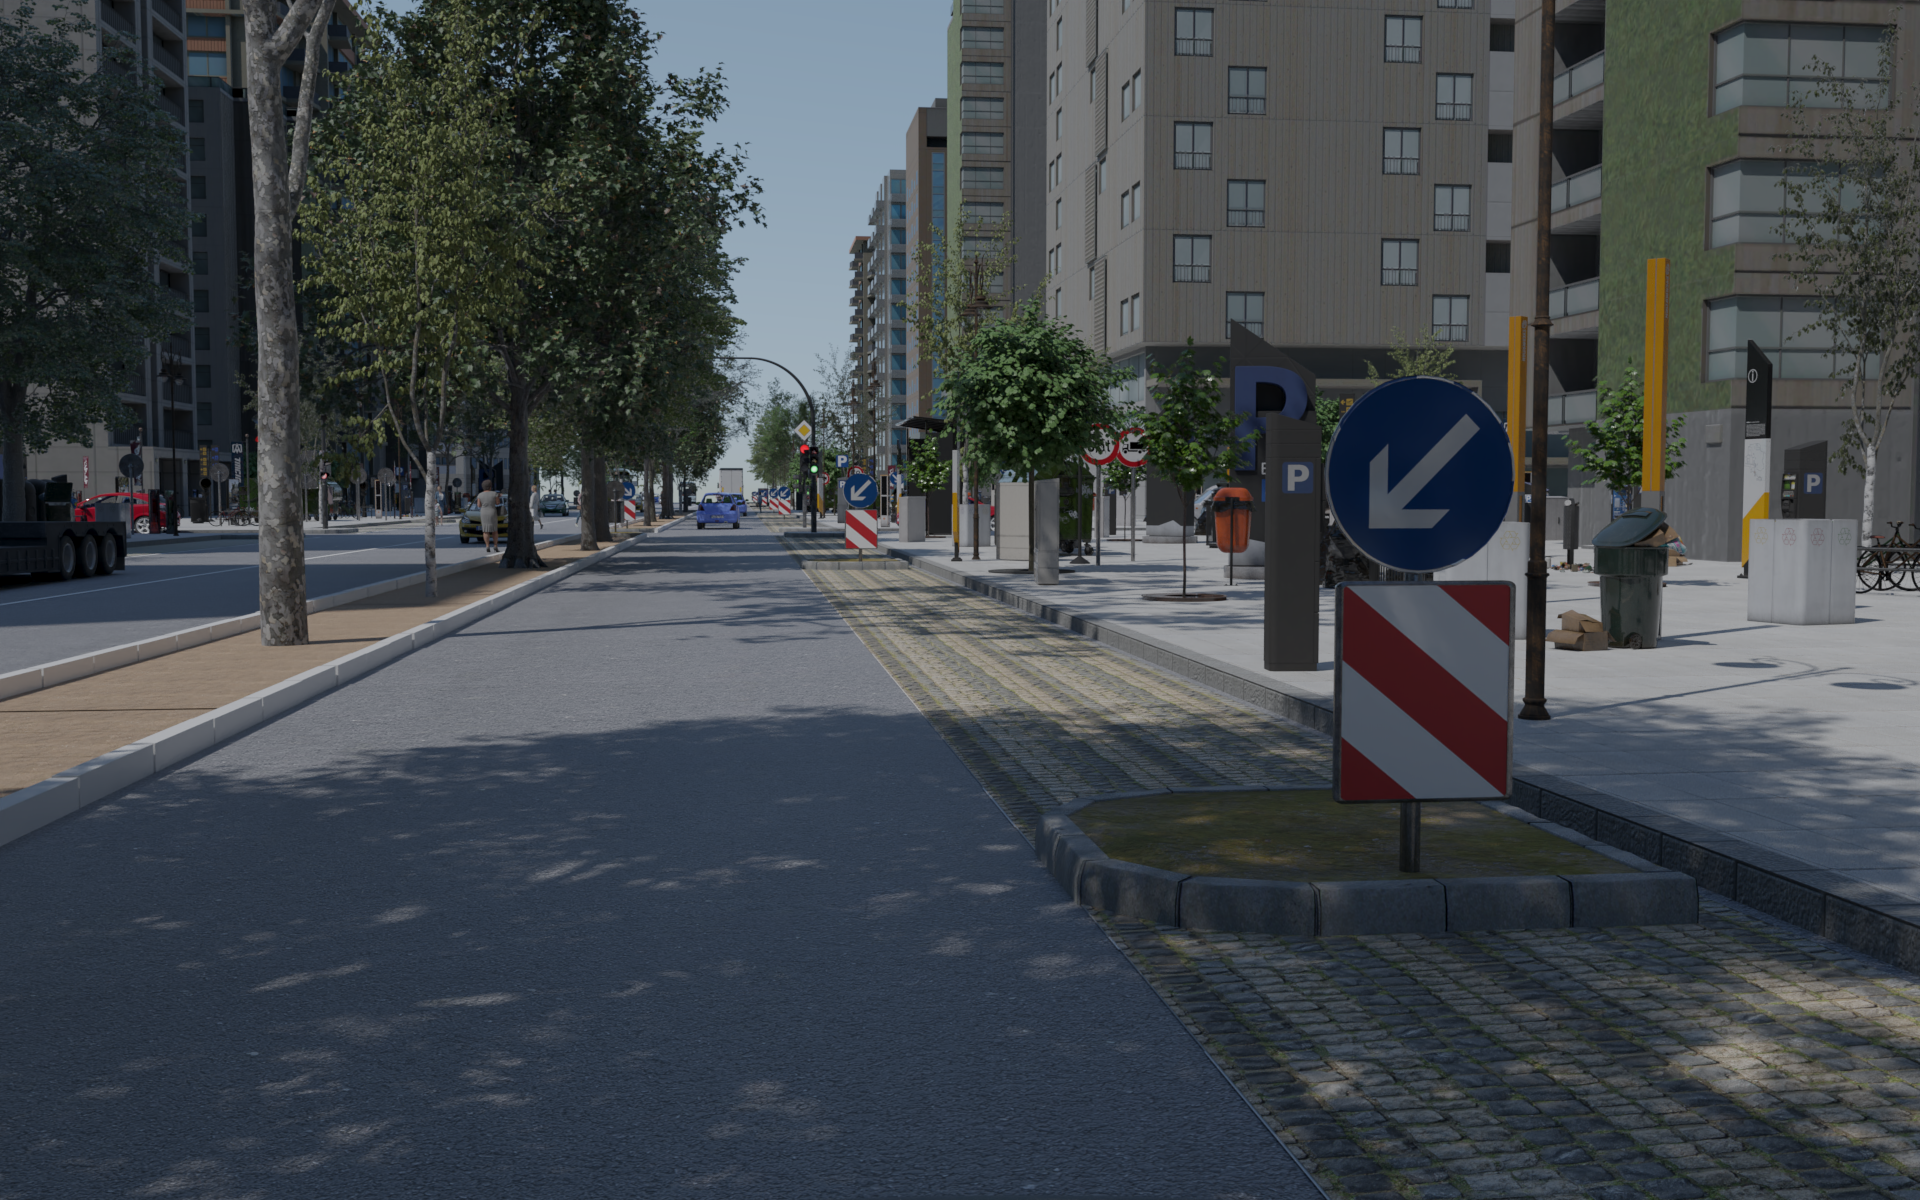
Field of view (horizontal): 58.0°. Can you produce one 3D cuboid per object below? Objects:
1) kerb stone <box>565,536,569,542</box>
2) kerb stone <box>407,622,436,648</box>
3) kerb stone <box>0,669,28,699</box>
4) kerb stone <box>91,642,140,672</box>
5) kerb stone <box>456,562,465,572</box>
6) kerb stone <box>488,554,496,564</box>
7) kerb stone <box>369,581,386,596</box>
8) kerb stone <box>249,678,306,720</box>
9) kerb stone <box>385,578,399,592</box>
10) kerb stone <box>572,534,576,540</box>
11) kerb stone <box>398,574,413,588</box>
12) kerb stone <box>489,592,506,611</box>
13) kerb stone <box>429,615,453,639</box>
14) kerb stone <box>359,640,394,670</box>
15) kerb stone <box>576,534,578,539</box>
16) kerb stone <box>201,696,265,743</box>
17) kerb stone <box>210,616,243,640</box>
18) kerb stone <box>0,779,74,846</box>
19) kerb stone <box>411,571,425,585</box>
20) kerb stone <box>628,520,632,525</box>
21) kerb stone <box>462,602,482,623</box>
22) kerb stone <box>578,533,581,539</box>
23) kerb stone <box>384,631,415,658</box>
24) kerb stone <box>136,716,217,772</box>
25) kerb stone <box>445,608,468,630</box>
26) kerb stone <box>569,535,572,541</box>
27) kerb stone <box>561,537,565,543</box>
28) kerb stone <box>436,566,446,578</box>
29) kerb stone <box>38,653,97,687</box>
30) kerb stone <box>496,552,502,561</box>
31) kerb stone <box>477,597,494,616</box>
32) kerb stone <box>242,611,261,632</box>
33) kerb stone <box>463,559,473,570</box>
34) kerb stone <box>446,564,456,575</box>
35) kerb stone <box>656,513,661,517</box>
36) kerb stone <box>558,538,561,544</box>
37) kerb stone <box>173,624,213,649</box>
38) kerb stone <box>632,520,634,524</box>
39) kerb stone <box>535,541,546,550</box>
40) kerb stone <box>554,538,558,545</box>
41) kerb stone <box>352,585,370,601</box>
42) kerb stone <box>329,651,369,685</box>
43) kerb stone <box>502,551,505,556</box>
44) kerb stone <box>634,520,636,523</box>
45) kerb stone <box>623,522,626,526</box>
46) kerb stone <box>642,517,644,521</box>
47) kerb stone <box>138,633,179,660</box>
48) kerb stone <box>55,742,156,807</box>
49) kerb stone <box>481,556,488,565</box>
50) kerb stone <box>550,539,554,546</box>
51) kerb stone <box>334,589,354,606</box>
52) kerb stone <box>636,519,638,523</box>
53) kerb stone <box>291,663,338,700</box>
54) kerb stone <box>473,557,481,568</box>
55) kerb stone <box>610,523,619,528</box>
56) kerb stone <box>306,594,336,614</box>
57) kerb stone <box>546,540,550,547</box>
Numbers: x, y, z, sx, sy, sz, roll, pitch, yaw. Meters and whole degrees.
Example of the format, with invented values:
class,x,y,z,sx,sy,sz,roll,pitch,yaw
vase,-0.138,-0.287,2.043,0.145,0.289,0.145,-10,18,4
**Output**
class,x,y,z,sx,sy,sz,roll,pitch,yaw
kerb stone,-11.676,-1.742,50.861,0.120,0.150,1.000,0,4,-7
kerb stone,-5.170,0.349,16.512,0.120,0.150,1.000,0,4,-7
kerb stone,-6.746,0.610,12.228,0.120,0.150,1.000,0,4,-7
kerb stone,-7.006,0.486,14.259,0.120,0.150,1.000,0,4,-7
kerb stone,-9.213,-0.569,31.554,0.120,0.150,1.000,0,4,-7
kerb stone,-9.735,-0.821,35.617,0.120,0.150,1.000,0,4,-7
kerb stone,-8.301,-0.136,24.427,0.120,0.150,1.000,0,4,-7
kerb stone,-4.525,0.660,11.430,0.120,0.150,1.000,0,4,-7
kerb stone,-8.440,-0.198,25.445,0.120,0.150,1.000,0,4,-7
kerb stone,-11.927,-1.877,52.892,0.120,0.150,1.000,0,4,-7
kerb stone,-8.557,-0.260,26.462,0.120,0.150,1.000,0,4,-7
kerb stone,-5.819,0.037,21.587,0.120,0.150,1.000,0,4,-7
kerb stone,-5.297,0.286,17.526,0.120,0.150,1.000,0,4,-7
kerb stone,-4.916,0.477,14.481,0.120,0.150,1.000,0,4,-7
kerb stone,-12.066,-1.940,53.907,0.120,0.150,1.000,0,4,-7
kerb stone,-4.394,0.724,10.416,0.120,0.150,1.000,0,4,-7
kerb stone,-7.391,0.299,17.304,0.120,0.150,1.000,0,4,-7
kerb stone,-4.005,0.912,7.373,0.120,0.150,1.000,0,4,-7
kerb stone,-8.686,-0.324,27.488,0.120,0.150,1.000,0,4,-7
kerb stone,-15.500,-3.580,80.830,0.120,0.150,1.000,0,4,-7
kerb stone,-5.567,0.162,19.559,0.120,0.150,1.000,0,4,-7
kerb stone,-12.192,-2.000,54.922,0.120,0.150,1.000,0,4,-7
kerb stone,-5.056,0.415,15.494,0.120,0.150,1.000,0,4,-7
kerb stone,-4.264,0.782,9.402,0.120,0.150,1.000,0,4,-7
kerb stone,-5.431,0.224,18.540,0.120,0.150,1.000,0,4,-7
kerb stone,-11.808,-1.815,51.877,0.120,0.150,1.000,0,4,-7
kerb stone,-11.548,-1.689,49.846,0.120,0.150,1.000,0,4,-7
kerb stone,-8.955,-0.448,29.526,0.120,0.150,1.000,0,4,-7
kerb stone,-6.871,0.548,13.243,0.120,0.150,1.000,0,4,-7
kerb stone,-9.863,-0.883,36.634,0.120,0.150,1.000,0,4,-7
kerb stone,-5.695,0.099,20.573,0.120,0.150,1.000,0,4,-7
kerb stone,-7.522,0.244,18.318,0.120,0.150,1.000,0,4,-7
kerb stone,-9.339,-0.635,32.576,0.120,0.150,1.000,0,4,-7
kerb stone,-9.083,-0.510,30.540,0.120,0.150,1.000,0,4,-7
kerb stone,-19.656,-5.579,113.415,0.120,0.150,1.000,0,4,-7
kerb stone,-11.421,-1.628,48.829,0.120,0.150,1.000,0,4,-7
kerb stone,-7.261,0.362,16.288,0.120,0.150,1.000,0,4,-7
kerb stone,-15.629,-3.648,81.844,0.120,0.150,1.000,0,4,-7
kerb stone,-10.894,-1.381,44.770,0.120,0.150,1.000,0,4,-7
kerb stone,-11.291,-1.567,47.815,0.120,0.150,1.000,0,4,-7
kerb stone,-8.176,-0.074,23.407,0.120,0.150,1.000,0,4,-7
kerb stone,-4.782,0.534,13.465,0.120,0.150,1.000,0,4,-7
kerb stone,-9.989,-0.945,37.654,0.120,0.150,1.000,0,4,-7
kerb stone,-15.888,-3.772,83.871,0.120,0.150,1.000,0,4,-7
kerb stone,-14.979,-3.335,76.762,0.120,0.150,1.000,0,4,-7
kerb stone,-16.661,-4.146,89.986,0.120,0.150,1.000,0,4,-7
kerb stone,-7.133,0.427,15.273,0.120,0.150,1.000,0,4,-7
kerb stone,-4.137,0.845,8.387,0.120,0.150,1.000,0,4,-7
kerb stone,-9.610,-0.754,34.602,0.120,0.150,1.000,0,4,-7
kerb stone,-11.153,-1.505,46.802,0.120,0.150,1.000,0,4,-7
kerb stone,-8.037,-0.008,22.391,0.120,0.150,1.000,0,4,-7
kerb stone,-16.019,-3.835,84.892,0.120,0.150,1.000,0,4,-7
kerb stone,-4.663,0.598,12.443,0.120,0.150,1.000,0,4,-7
kerb stone,-9.471,-0.697,33.589,0.120,0.150,1.000,0,4,-7
kerb stone,-14.334,-3.022,71.688,0.120,0.150,1.000,0,4,-7
kerb stone,-7.911,0.050,21.374,0.120,0.150,1.000,0,4,-7
kerb stone,-11.033,-1.442,45.785,0.120,0.150,1.000,0,4,-7
